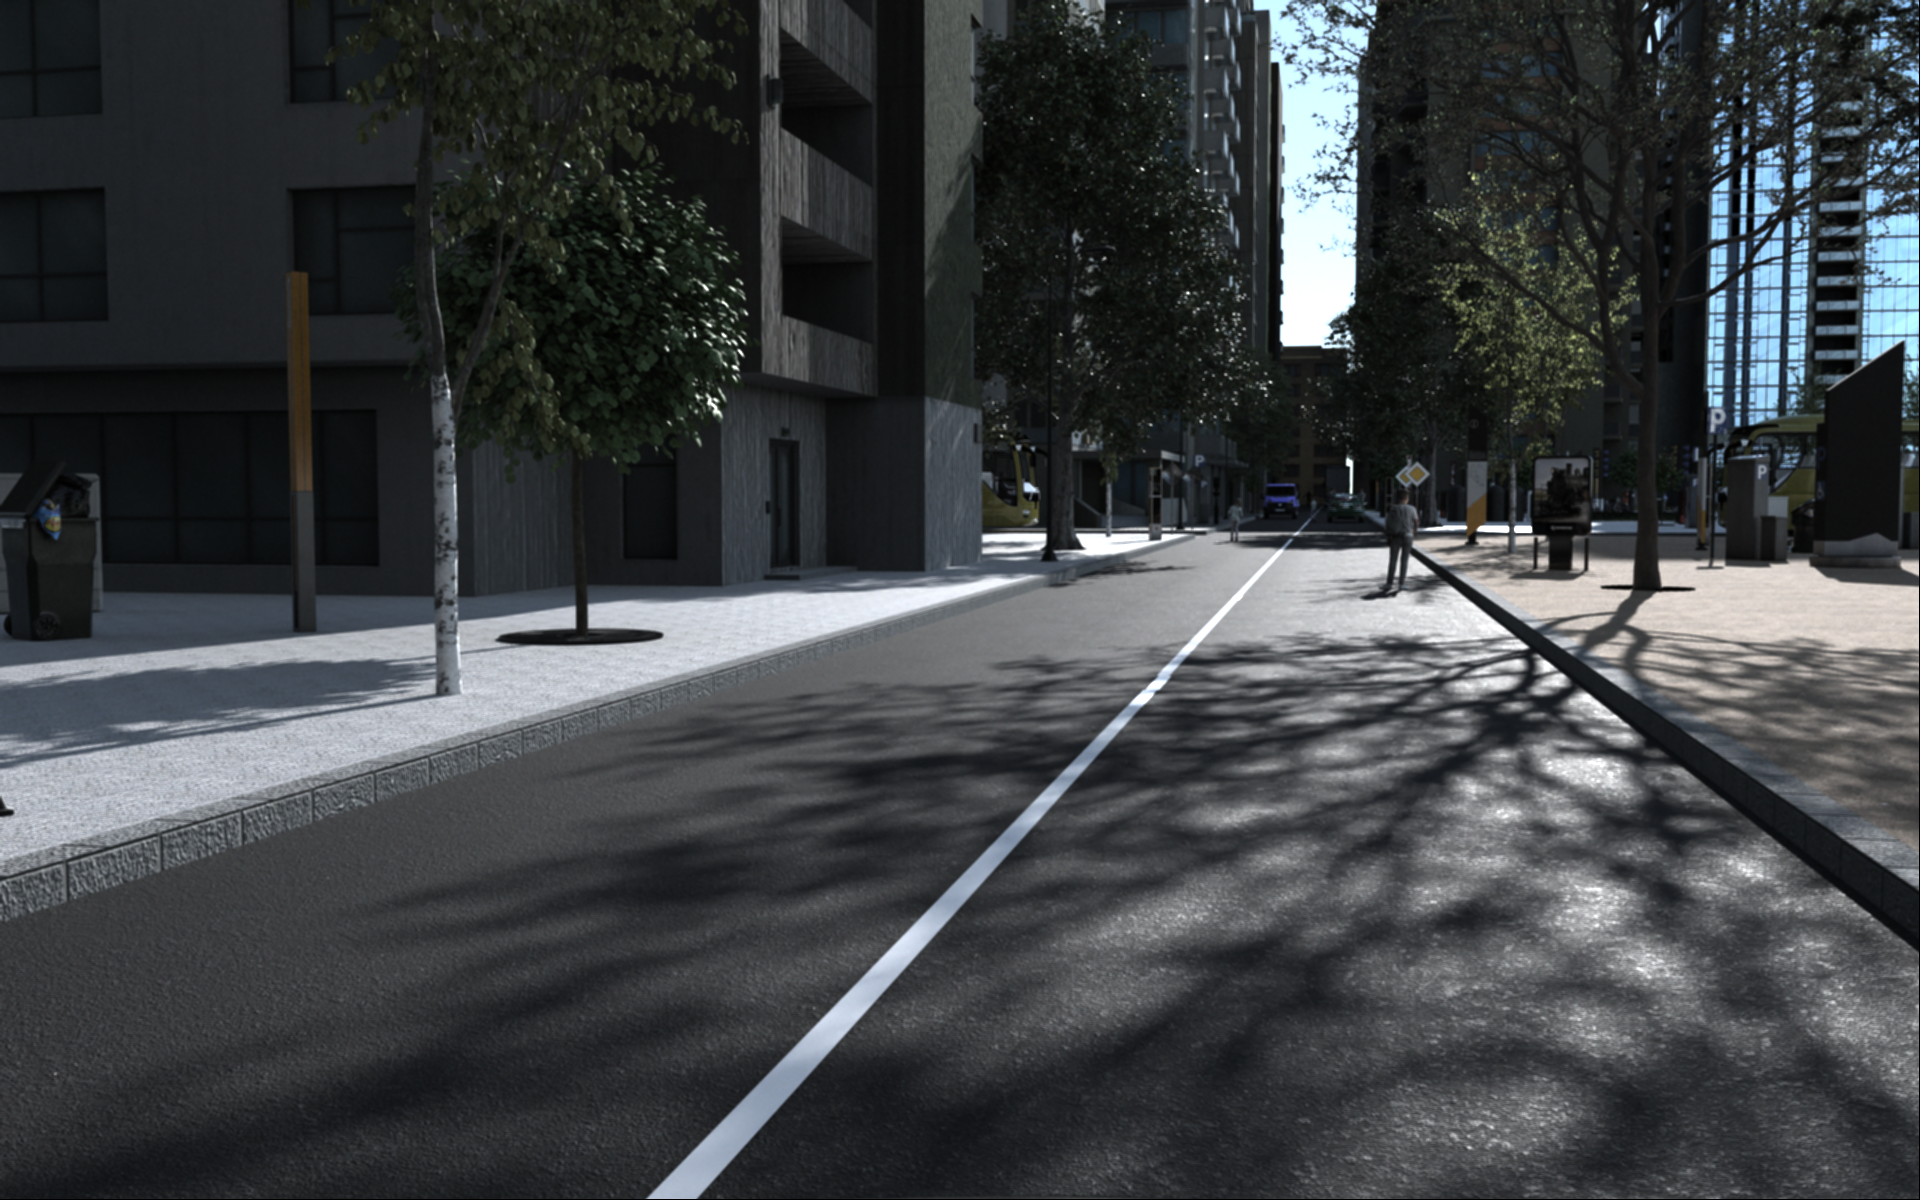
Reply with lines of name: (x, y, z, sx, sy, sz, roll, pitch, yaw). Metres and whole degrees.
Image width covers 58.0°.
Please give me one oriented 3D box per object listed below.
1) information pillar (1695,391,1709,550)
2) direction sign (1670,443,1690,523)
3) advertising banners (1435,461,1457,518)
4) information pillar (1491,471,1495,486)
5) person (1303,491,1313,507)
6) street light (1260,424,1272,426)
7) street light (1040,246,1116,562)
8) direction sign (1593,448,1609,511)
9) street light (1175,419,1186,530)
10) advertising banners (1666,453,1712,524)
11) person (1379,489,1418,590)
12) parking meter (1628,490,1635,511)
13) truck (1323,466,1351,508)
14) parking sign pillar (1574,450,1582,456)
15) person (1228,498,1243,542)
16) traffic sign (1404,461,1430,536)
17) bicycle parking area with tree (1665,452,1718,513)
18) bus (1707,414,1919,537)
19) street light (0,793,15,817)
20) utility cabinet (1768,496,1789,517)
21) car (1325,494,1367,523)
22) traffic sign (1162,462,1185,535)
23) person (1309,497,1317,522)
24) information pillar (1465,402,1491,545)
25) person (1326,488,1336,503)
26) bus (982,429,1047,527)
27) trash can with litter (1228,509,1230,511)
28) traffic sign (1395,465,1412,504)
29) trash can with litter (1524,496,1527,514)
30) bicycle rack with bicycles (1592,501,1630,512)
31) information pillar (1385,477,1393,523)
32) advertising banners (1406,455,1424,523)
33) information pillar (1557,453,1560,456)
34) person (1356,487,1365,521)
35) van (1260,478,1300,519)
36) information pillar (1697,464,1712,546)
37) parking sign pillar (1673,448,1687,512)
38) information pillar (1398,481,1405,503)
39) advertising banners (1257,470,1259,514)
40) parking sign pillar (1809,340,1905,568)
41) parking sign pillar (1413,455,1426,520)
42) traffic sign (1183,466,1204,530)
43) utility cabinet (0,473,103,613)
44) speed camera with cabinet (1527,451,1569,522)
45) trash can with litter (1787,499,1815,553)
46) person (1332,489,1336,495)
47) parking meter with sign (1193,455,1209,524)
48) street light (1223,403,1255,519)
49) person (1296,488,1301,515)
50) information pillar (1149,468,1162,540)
information pillar: (16.966, -2.949, 39.574, 0.183, 3.616, 0.504, 1, 4, 9)
direction sign: (31.916, -5.191, 76.862, 0.876, 3.537, 0.379, 0, 4, -2)
advertising banners: (25.625, -5.846, 91.775, 0.090, 3.025, 2.074, -1, 4, -22)
information pillar: (38.662, -8.223, 125.804, 0.183, 3.616, 0.504, -1, 4, -11)
person: (39.889, -11.589, 198.121, 1.348, 1.807, 0.705, 0, 4, -1)
street light: (19.944, -8.688, 114.589, 1.470, 5.913, 1.316, 1, 4, 12)
street light: (2.232, -3.682, 32.746, 1.470, 5.913, 1.316, 1, 4, 12)
direction sign: (31.482, -5.697, 85.148, 0.876, 3.537, 0.379, -1, 4, -15)
street light: (8.427, -5.457, 61.770, 1.470, 5.913, 1.316, 1, 4, 12)
advertising banners: (30.826, -4.731, 73.539, 2.074, 3.025, 0.090, 1, 4, 17)
person: (6.575, -0.909, 25.961, 0.503, 1.515, 0.523, -1, 4, -16)
parking meter: (44.209, -6.463, 114.074, 0.372, 1.533, 0.369, 0, 3, 0)
truck: (38.703, -11.556, 177.850, 2.839, 4.237, 11.283, 1, 4, 12)
parking sign pillar: (37.604, -7.235, 106.762, 1.447, 3.967, 1.447, 0, 4, -6)
person: (8.234, -2.392, 51.883, 0.425, 1.301, 0.394, 0, 4, -6)
traffic sign: (13.866, -2.994, 52.595, 0.795, 2.450, 0.064, 1, 4, 12)
bicycle parking area with tree: (51.863, -8.069, 118.928, 8.231, 4.147, 9.016, -1, 4, -20)
bus: (29.581, -3.754, 52.927, 12.252, 3.916, 2.896, 1, 4, 12)
street light: (-3.443, -2.084, 6.618, 1.470, 5.913, 1.316, 1, 4, 12)
utility cabinet: (21.577, -2.136, 46.080, 1.020, 1.237, 0.306, -2, 4, -30)
car: (19.543, -4.644, 87.734, 2.131, 1.459, 4.920, 1, 4, 12)
traffic sign: (6.642, -3.090, 54.169, 0.795, 2.450, 0.064, 1, 4, 12)
person: (17.903, -4.592, 87.862, 0.394, 1.301, 0.425, 3, 4, 37)
information pillar: (13.100, -3.215, 43.918, 0.504, 3.616, 0.183, 1, 4, 19)
person: (21.331, -5.555, 99.513, 0.473, 1.802, 0.592, 0, 4, -3)
bus: (-3.124, -4.214, 60.442, 12.252, 3.916, 2.896, 1, 4, 13)
trash can with litter: (20.441, -7.587, 135.101, 1.678, 1.210, 2.233, -3, 5, -40)
traffic sign: (15.551, -3.471, 60.401, 0.795, 2.450, 0.064, 1, 4, 12)
trash can with litter: (38.506, -6.305, 114.146, 1.678, 1.210, 2.233, 0, 4, 2)
bicycle rack with bicycles: (32.323, -4.531, 87.456, 2.925, 0.926, 2.852, -3, 4, -37)
information pillar: (18.743, -4.352, 75.655, 0.304, 2.012, 0.304, 1, 4, 16)
advertising banners: (20.423, -4.964, 77.357, 0.090, 3.025, 2.074, 3, 5, 44)
information pillar: (33.982, -6.568, 98.734, 0.183, 3.616, 0.504, -1, 4, -13)
person: (21.450, -5.146, 92.811, 0.511, 1.800, 0.466, 3, 4, 36)
van: (18.621, -5.881, 100.530, 2.240, 2.365, 5.245, 1, 4, 11)
information pillar: (18.558, -2.366, 43.172, 0.304, 2.012, 0.304, 2, 4, 26)
parking sign pillar: (42.203, -6.911, 101.464, 1.447, 3.967, 1.447, 1, 4, 10)
information pillar: (22.071, -5.017, 86.516, 0.304, 2.012, 0.304, 0, 4, -3)
advertising banners: (19.360, -7.111, 112.454, 0.090, 3.025, 2.074, 1, 4, 8)
parking sign pillar: (15.846, -2.574, 30.554, 1.447, 3.967, 1.447, 0, 4, 1)
parking sign pillar: (23.544, -6.079, 87.869, 1.447, 3.967, 1.447, -3, 5, -43)
traffic sign: (8.327, -3.568, 61.975, 0.795, 2.450, 0.064, 1, 4, 12)
utility cabinet: (-9.924, -0.611, 18.671, 1.173, 1.500, 0.318, -1, 4, -19)
speed camera with cabinet: (27.391, -5.257, 80.285, 2.038, 3.252, 0.660, 1, 4, 20)
trash can with litter: (18.245, -1.621, 37.883, 0.624, 1.170, 1.055, -3, 4, -36)
person: (28.259, -7.463, 130.765, 0.600, 1.795, 0.529, 0, 4, -2)
parking meter with sign: (10.597, -4.862, 75.757, 0.543, 3.016, 1.738, 0, 4, -1)
street light: (14.091, -7.056, 87.900, 1.470, 5.913, 1.316, 1, 4, 12)
person: (22.824, -6.642, 117.187, 0.616, 1.811, 0.778, 0, 4, -7)
information pillar: (5.422, -2.663, 48.037, 0.304, 2.012, 0.304, 0, 4, -7)
